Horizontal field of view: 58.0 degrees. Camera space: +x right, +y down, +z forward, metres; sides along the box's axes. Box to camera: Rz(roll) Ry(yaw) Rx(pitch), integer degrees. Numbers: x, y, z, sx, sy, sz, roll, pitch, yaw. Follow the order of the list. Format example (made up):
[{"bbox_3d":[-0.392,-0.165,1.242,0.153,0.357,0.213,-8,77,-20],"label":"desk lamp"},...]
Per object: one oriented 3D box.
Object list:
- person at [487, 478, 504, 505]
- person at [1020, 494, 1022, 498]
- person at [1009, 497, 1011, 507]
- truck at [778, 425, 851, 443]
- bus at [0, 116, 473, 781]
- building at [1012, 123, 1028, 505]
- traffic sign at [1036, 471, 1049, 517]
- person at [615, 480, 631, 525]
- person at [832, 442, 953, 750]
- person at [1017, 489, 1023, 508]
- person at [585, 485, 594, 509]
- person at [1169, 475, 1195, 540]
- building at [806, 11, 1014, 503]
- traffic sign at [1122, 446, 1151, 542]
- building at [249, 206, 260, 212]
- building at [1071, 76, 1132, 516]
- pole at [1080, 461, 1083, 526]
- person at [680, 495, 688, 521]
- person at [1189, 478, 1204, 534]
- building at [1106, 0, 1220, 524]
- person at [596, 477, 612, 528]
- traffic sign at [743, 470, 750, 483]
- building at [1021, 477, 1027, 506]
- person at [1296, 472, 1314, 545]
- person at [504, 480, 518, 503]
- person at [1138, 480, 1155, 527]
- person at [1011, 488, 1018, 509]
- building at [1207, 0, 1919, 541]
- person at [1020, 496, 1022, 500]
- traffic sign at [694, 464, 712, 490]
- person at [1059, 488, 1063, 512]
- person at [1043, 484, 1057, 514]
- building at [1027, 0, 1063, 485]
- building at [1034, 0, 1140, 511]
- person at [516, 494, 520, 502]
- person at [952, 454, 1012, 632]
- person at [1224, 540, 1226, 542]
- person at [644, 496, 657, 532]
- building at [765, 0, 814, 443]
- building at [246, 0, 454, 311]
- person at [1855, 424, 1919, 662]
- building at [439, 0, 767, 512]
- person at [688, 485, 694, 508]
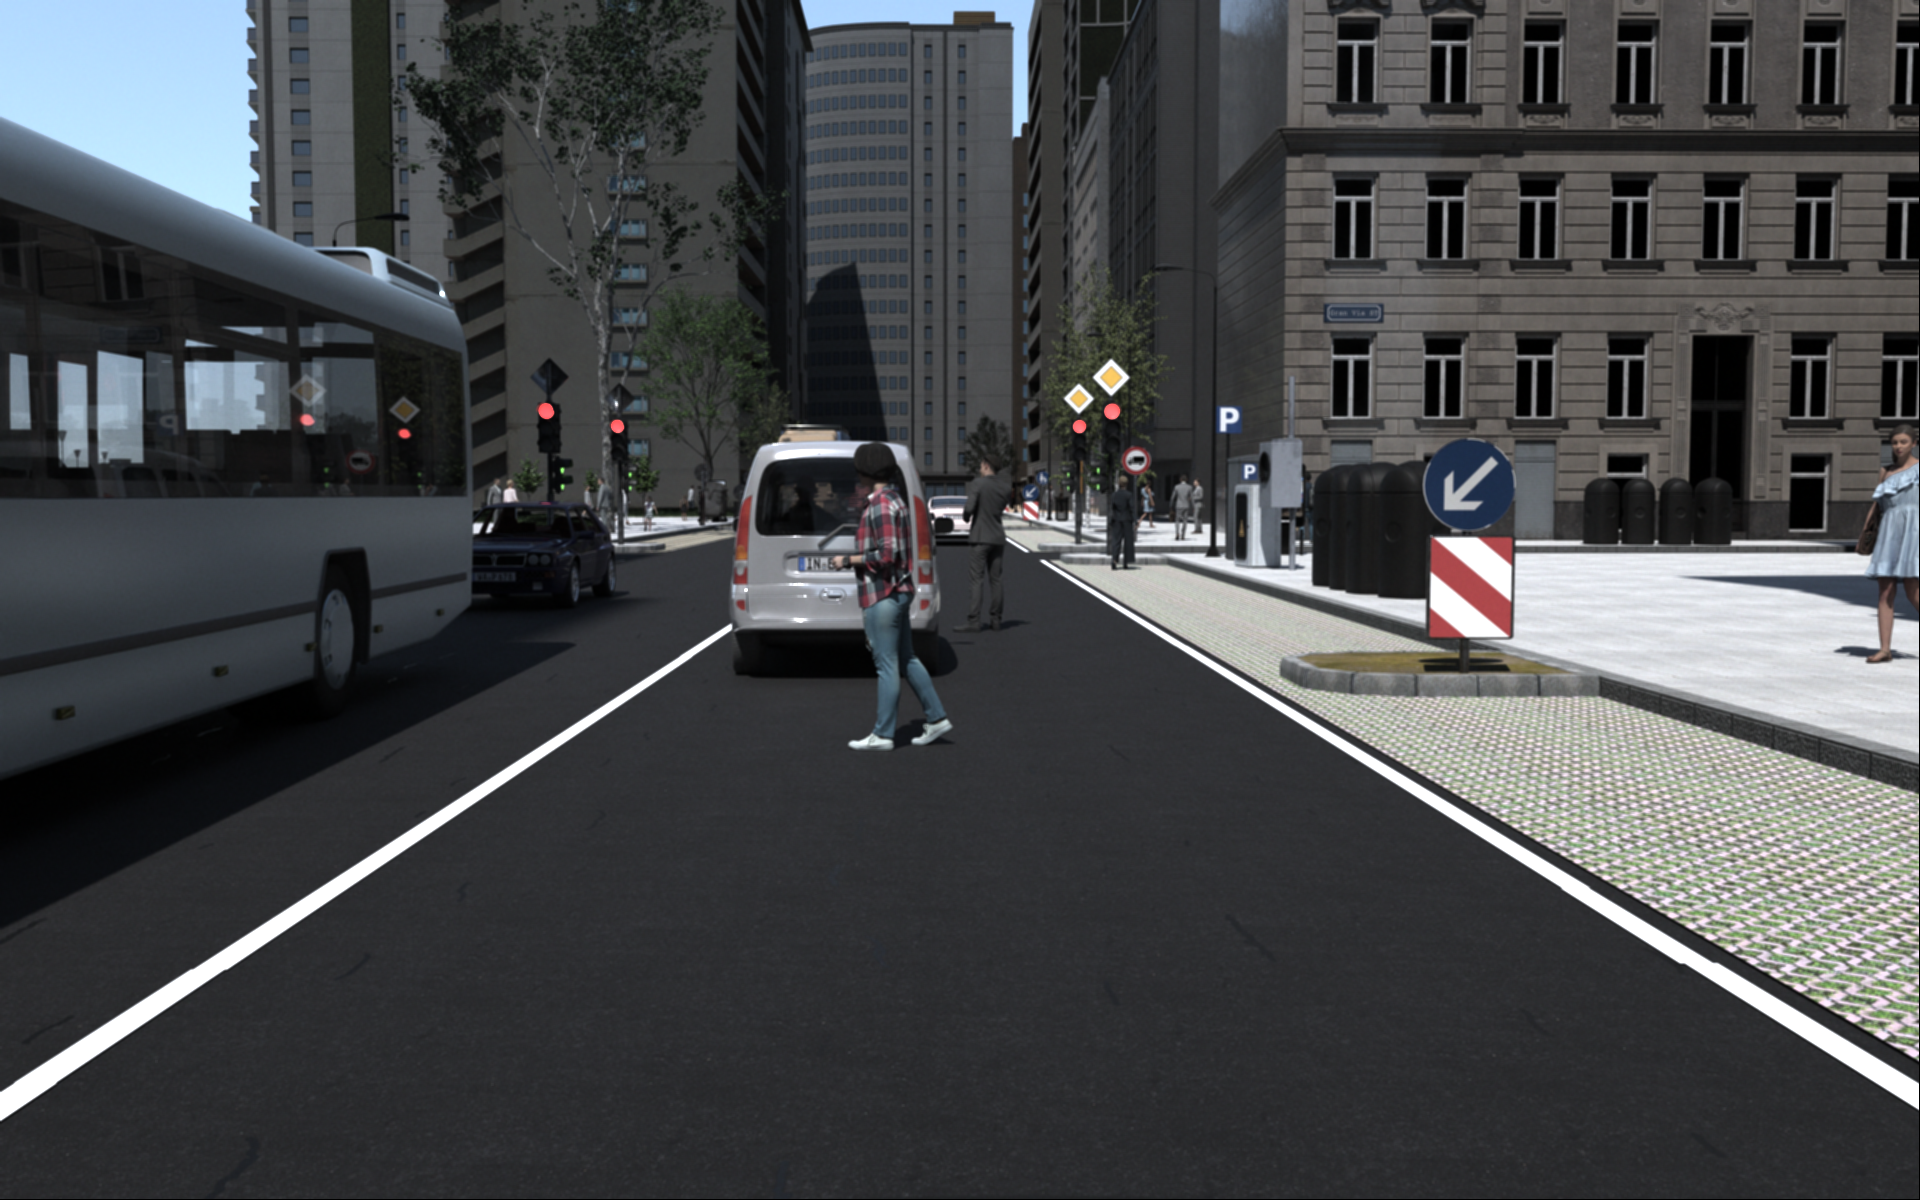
[{"bbox_3d":[-15.216,-3.112,57.041,0.853,1.813,0.709,2,4,29],"label":"person"},{"bbox_3d":[4.789,-7.265,124.959,1.348,1.807,0.705,3,5,40],"label":"person"},{"bbox_3d":[4.767,-9.723,165.937,0.541,1.710,0.530,-3,4,-36],"label":"person"},{"bbox_3d":[-6.066,-5.111,72.473,2.839,4.237,11.283,0,4,-1],"label":"truck"},{"bbox_3d":[-5.048,-0.791,7.790,2.948,3.499,13.247,0,4,-3],"label":"bus"},{"bbox_3d":[13.348,-34.380,212.229,14.200,45.320,14.600,0,4,-1],"label":"building"},{"bbox_3d":[4.600,-5.854,95.820,0.768,2.556,0.104,0,4,1],"label":"traffic sign"},{"bbox_3d":[-13.904,-3.993,71.201,0.818,1.842,0.514,0,4,-7],"label":"person"},{"bbox_3d":[-0.380,-0.024,9.729,0.643,1.720,0.563,0,4,8],"label":"person"},{"bbox_3d":[5.565,-9.288,158.425,1.217,1.766,0.721,-2,4,-35],"label":"person"},{"bbox_3d":[-18.066,-4.723,84.020,0.466,1.731,0.760,2,4,24],"label":"person"},{"bbox_3d":[6.177,-2.570,48.190,0.709,1.813,0.853,0,4,4],"label":"person"},{"bbox_3d":[-7.917,-41.196,215.561,28.212,58.520,21.231,0,4,-1],"label":"building"},{"bbox_3d":[4.666,-2.804,45.956,0.768,2.556,0.104,0,4,1],"label":"traffic sign"},{"bbox_3d":[-73.483,-32.317,220.261,23.993,40.220,32.217,0,4,-1],"label":"building"},{"bbox_3d":[13.793,-17.755,108.313,12.078,24.808,19.932,0,4,-1],"label":"building"},{"bbox_3d":[4.856,-4.660,70.041,0.158,3.312,0.155,0,3,0],"label":"pole"},{"bbox_3d":[-13.311,-4.458,83.594,0.362,1.253,0.373,1,4,12],"label":"person"},{"bbox_3d":[7.646,-3.065,56.356,0.583,1.804,0.606,-1,4,-13],"label":"person"},{"bbox_3d":[15.383,-17.851,85.367,14.314,27.812,24.014,0,4,-1],"label":"building"},{"bbox_3d":[-11.230,-2.961,54.559,0.391,1.810,0.635,0,4,5],"label":"person"},{"bbox_3d":[-11.188,-5.644,92.389,0.768,2.556,0.104,0,4,3],"label":"traffic sign"},{"bbox_3d":[22.703,-29.796,179.045,32.217,40.220,23.993,0,4,-1],"label":"building"},{"bbox_3d":[8.636,-2.283,43.363,0.794,1.824,0.713,1,4,22],"label":"person"},{"bbox_3d":[-14.307,-2.969,55.255,0.731,1.740,0.598,1,4,13],"label":"person"},{"bbox_3d":[7.163,-3.670,66.136,0.778,1.811,0.616,-1,4,-22],"label":"person"},{"bbox_3d":[4.508,-8.629,147.096,0.705,1.831,1.348,3,4,36],"label":"person"},{"bbox_3d":[20.849,-15.618,52.614,25.104,27.353,12.463,0,4,-1],"label":"building"},{"bbox_3d":[5.670,-8.867,151.576,0.990,1.755,0.434,3,4,39],"label":"person"},{"bbox_3d":[-10.726,-4.418,72.348,0.768,2.556,0.104,0,4,6],"label":"traffic sign"},{"bbox_3d":[7.093,-7.082,122.552,0.721,1.735,1.217,-1,4,-10],"label":"person"},{"bbox_3d":[4.472,-4.872,85.980,0.678,1.792,0.850,-1,4,-14],"label":"person"},{"bbox_3d":[17.280,-32.525,155.489,21.300,48.544,21.600,0,4,-1],"label":"building"},{"bbox_3d":[16.674,-42.536,133.720,20.563,71.187,20.611,0,4,-1],"label":"building"},{"bbox_3d":[-17.531,-3.544,68.262,0.475,1.303,0.640,-1,4,-14],"label":"person"},{"bbox_3d":[0.215,-0.603,18.166,0.655,1.846,0.447,-3,5,-40],"label":"person"},{"bbox_3d":[7.424,-2.480,46.616,0.620,1.820,0.660,-3,5,-42],"label":"person"},{"bbox_3d":[-10.616,-2.959,59.430,0.505,1.210,0.382,0,4,4],"label":"person"},{"bbox_3d":[-29.572,-35.937,176.816,27.495,52.752,28.713,0,4,-1],"label":"building"},{"bbox_3d":[-57.521,-39.053,180.518,28.212,58.520,21.231,0,4,-1],"label":"building"},{"bbox_3d":[7.220,-0.437,13.290,0.778,1.811,0.616,-2,4,-26],"label":"person"},{"bbox_3d":[-26.156,-30.917,129.196,21.300,48.544,21.600,0,4,-1],"label":"building"},{"bbox_3d":[-16.704,-6.200,107.260,0.795,1.843,0.661,-1,4,-22],"label":"person"}]
